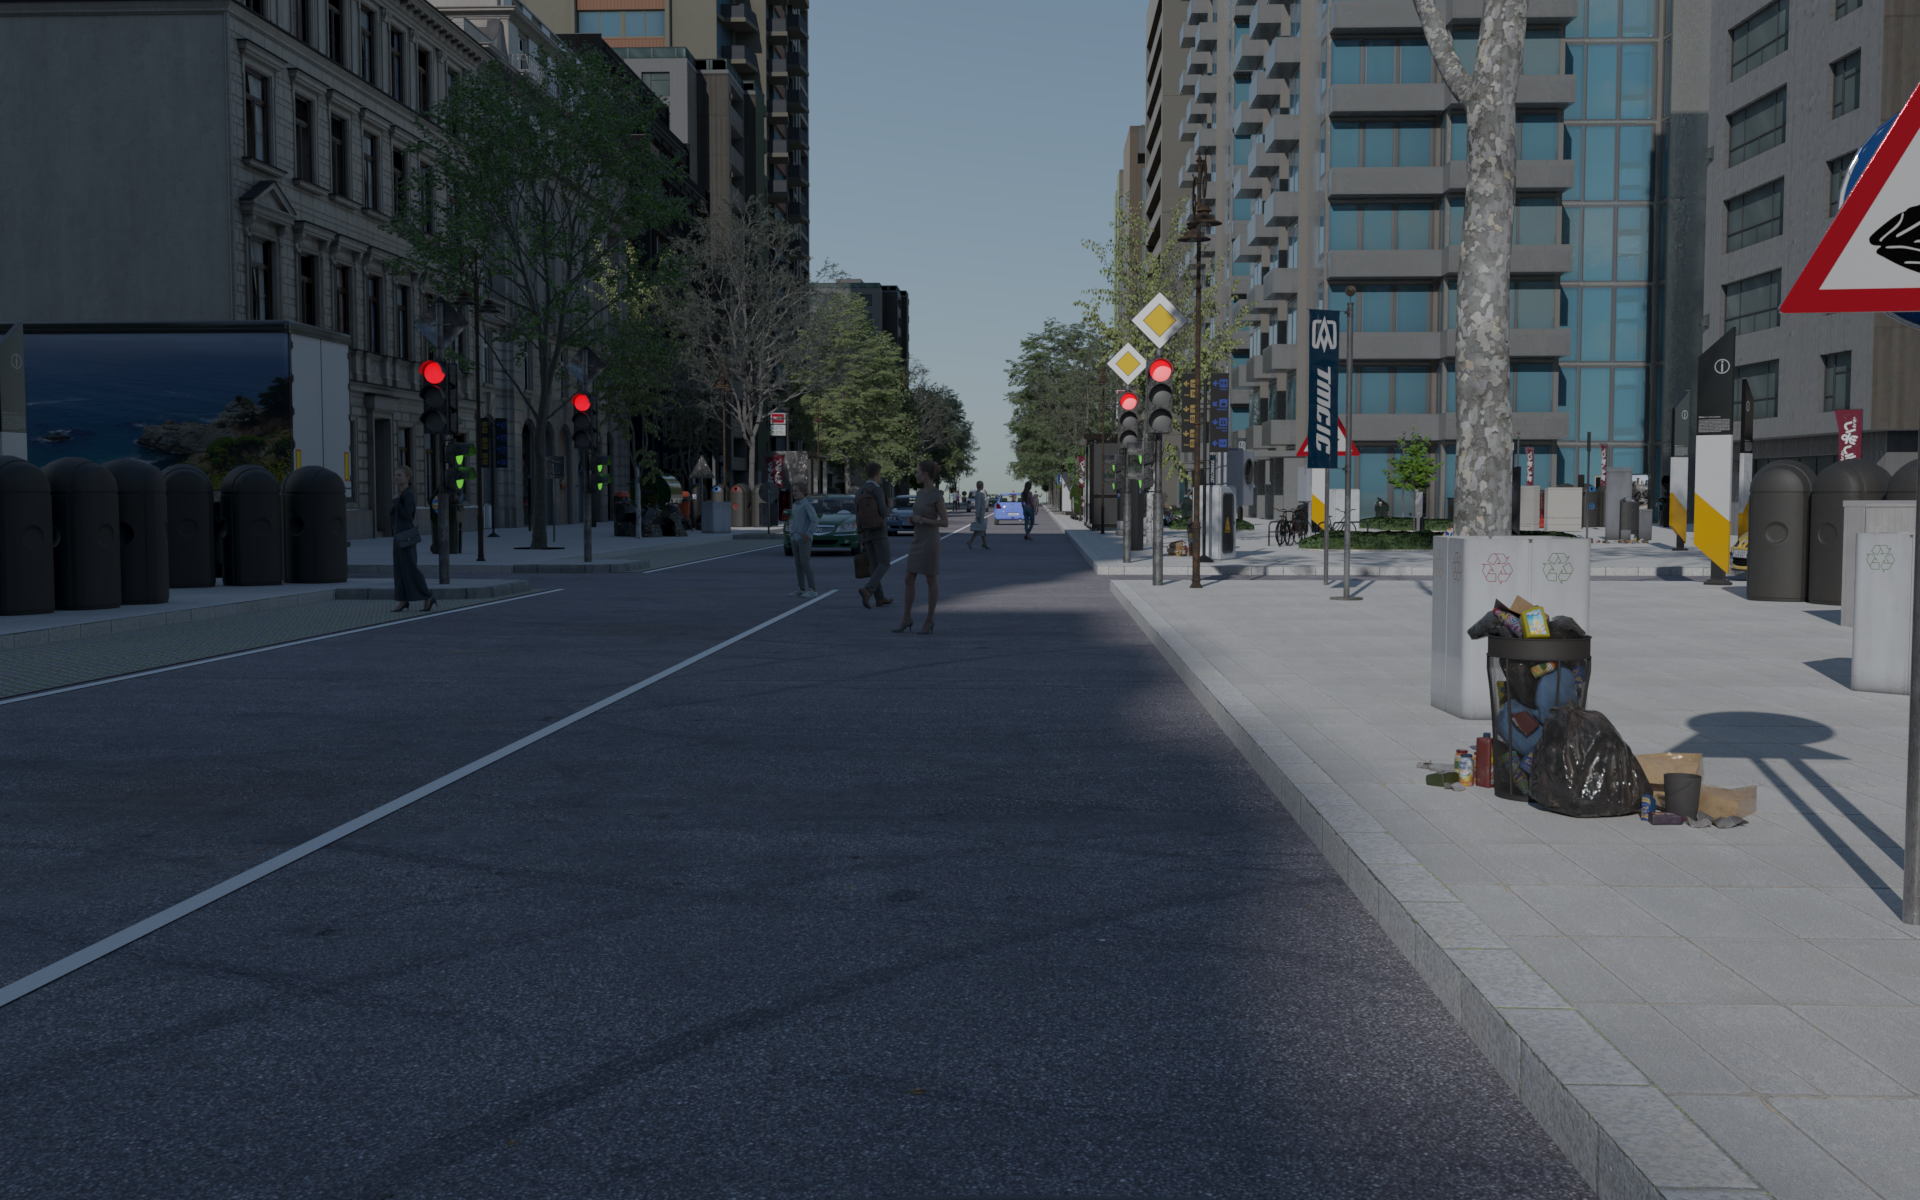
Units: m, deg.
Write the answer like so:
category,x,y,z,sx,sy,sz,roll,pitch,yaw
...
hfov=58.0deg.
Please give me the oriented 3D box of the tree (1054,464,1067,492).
category,x,y,z,sx,sy,sz,roll,pitch,yaw
tree,6.704,-7.025,109.456,1.663,3.219,1.824,0,3,0

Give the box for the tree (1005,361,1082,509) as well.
category,x,y,z,sx,sy,sz,roll,pitch,yaw
tree,8.465,-13.994,145.803,9.611,12.733,9.660,0,3,0

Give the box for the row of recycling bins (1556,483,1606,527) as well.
category,x,y,z,sx,sy,sz,roll,pitch,yaw
row of recycling bins,24.579,-3.657,66.897,3.534,1.692,1.069,-1,4,-12

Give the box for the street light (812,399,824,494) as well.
category,x,y,z,sx,sy,sz,roll,pitch,yaw
street light,-6.902,-6.829,84.449,0.468,5.910,1.993,0,4,2

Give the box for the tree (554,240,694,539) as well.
category,x,y,z,sx,sy,sz,roll,pitch,yaw
tree,-9.414,-6.062,49.482,4.737,8.622,4.395,0,3,0

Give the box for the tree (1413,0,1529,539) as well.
category,x,y,z,sx,sy,sz,roll,pitch,yaw
tree,4.613,-9.594,12.746,12.611,20.169,13.585,0,3,0

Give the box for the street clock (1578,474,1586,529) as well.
category,x,y,z,sx,sy,sz,roll,pitch,yaw
street clock,22.961,-3.638,64.055,0.358,2.002,0.471,1,4,19

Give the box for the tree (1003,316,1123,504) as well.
category,x,y,z,sx,sy,sz,roll,pitch,yaw
tree,7.691,-13.181,122.163,9.857,13.997,8.962,0,3,0

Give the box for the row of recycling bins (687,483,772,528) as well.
category,x,y,z,sx,sy,sz,roll,pitch,yaw
row of recycling bins,-8.937,-3.673,67.166,3.534,1.692,1.069,1,4,15

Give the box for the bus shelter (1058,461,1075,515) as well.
category,x,y,z,sx,sy,sz,roll,pitch,yaw
bus shelter,6.749,-6.570,101.345,2.014,3.302,5.546,0,4,2

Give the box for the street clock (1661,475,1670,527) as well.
category,x,y,z,sx,sy,sz,roll,pitch,yaw
street clock,27.221,-3.796,66.638,0.358,2.002,0.471,-2,4,-25

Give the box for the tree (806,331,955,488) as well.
category,x,y,z,sx,sy,sz,roll,pitch,yaw
tree,-6.301,-12.402,119.780,9.611,12.733,9.660,0,3,0

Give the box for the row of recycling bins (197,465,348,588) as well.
category,x,y,z,sx,sy,sz,roll,pitch,yaw
row of recycling bins,-10.355,-1.045,24.205,3.534,1.692,1.069,-3,5,-40

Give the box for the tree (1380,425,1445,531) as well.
category,x,y,z,sx,sy,sz,roll,pitch,yaw
tree,12.817,-3.320,48.876,1.663,3.219,1.824,0,3,0

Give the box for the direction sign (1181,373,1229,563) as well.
category,x,y,z,sx,sy,sz,roll,pitch,yaw
direction sign,4.592,-2.477,32.500,0.876,3.537,0.379,1,4,10

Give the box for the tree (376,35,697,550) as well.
category,x,y,z,sx,sy,sz,roll,pitch,yaw
tree,-9.619,-6.976,39.816,9.928,11.665,9.643,0,3,0

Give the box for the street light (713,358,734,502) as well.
category,x,y,z,sx,sy,sz,roll,pitch,yaw
street light,-8.015,-5.268,58.927,0.468,5.910,1.993,0,4,2

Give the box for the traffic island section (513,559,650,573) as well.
category,x,y,z,sx,sy,sz,roll,pitch,yaw
traffic island section,-7.050,-0.639,32.730,2.009,0.180,2.903,0,4,2

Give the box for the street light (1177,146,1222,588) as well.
category,x,y,z,sx,sy,sz,roll,pitch,yaw
street light,3.225,-3.101,23.482,0.468,5.910,1.993,0,4,2

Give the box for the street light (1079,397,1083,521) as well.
category,x,y,z,sx,sy,sz,roll,pitch,yaw
street light,5.655,-6.629,81.166,0.468,5.910,1.993,0,4,2

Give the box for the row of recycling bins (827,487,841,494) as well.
category,x,y,z,sx,sy,sz,roll,pitch,yaw
row of recycling bins,-7.403,-5.682,100.009,1.069,1.692,3.534,0,3,0

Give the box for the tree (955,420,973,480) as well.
category,x,y,z,sx,sy,sz,roll,pitch,yaw
tree,-3.487,-15.732,174.231,9.611,12.733,9.660,0,3,0

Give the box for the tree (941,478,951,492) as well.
category,x,y,z,sx,sy,sz,roll,pitch,yaw
tree,-1.642,-17.540,237.134,4.737,8.622,4.395,0,3,0

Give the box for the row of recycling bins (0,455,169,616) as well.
category,x,y,z,sx,sy,sz,roll,pitch,yaw
row of recycling bins,-10.087,-0.727,19.004,1.069,1.692,3.534,1,4,16

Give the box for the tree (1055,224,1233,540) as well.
category,x,y,z,sx,sy,sz,roll,pitch,yaw
tree,5.439,-5.989,48.283,4.360,8.622,3.978,0,3,0

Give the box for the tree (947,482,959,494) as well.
category,x,y,z,sx,sy,sz,roll,pitch,yaw
tree,-1.002,-15.580,249.337,1.663,3.219,1.824,0,3,0

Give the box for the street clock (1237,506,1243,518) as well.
category,x,y,z,sx,sy,sz,roll,pitch,yaw
street clock,11.289,-3.986,69.741,0.358,2.002,0.471,-3,5,-43

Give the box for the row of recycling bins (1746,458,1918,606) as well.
category,x,y,z,sx,sy,sz,roll,pitch,yaw
row of recycling bins,10.647,-0.772,19.737,1.069,1.692,3.534,-2,4,-33

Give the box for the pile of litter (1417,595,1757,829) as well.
category,x,y,z,sx,sy,sz,roll,pitch,yaw
pile of litter,2.656,0.399,7.444,1.176,0.858,1.719,0,4,-5

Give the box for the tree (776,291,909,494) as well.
category,x,y,z,sx,sy,sz,roll,pitch,yaw
tree,-6.764,-10.974,97.554,7.486,12.596,7.792,0,3,0

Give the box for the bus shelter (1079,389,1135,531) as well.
category,x,y,z,sx,sy,sz,roll,pitch,yaw
bus shelter,5.523,-5.287,64.077,2.179,5.291,8.768,0,4,2

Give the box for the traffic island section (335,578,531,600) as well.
category,x,y,z,sx,sy,sz,roll,pitch,yaw
traffic island section,-7.385,-0.151,24.752,2.009,0.180,2.903,0,4,2

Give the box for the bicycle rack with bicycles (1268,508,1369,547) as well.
category,x,y,z,sx,sy,sz,roll,pitch,yaw
bicycle rack with bicycles,8.682,-1.805,42.893,2.852,0.926,2.925,3,5,42

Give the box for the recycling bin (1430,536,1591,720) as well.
category,x,y,z,sx,sy,sz,roll,pitch,yaw
recycling bin,3.215,0.147,10.158,0.722,1.027,0.722,0,4,-1

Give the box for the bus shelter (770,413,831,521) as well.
category,x,y,z,sx,sy,sz,roll,pitch,yaw
bus shelter,-8.128,-6.748,87.969,2.179,5.291,8.768,0,4,3

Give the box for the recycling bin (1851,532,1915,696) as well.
category,x,y,z,sx,sy,sz,roll,pitch,yaw
recycling bin,6.304,0.081,11.232,0.722,1.027,0.722,-3,5,-40

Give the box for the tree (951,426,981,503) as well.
category,x,y,z,sx,sy,sz,roll,pitch,yaw
tree,-0.621,-20.466,260.372,9.928,11.665,9.643,0,3,0

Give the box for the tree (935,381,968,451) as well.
category,x,y,z,sx,sy,sz,roll,pitch,yaw
tree,-4.492,-14.523,147.822,12.009,13.543,11.850,0,3,0

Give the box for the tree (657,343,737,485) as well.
category,x,y,z,sx,sy,sz,roll,pitch,yaw
tree,-12.729,-8.091,82.647,4.360,8.622,3.978,0,3,0

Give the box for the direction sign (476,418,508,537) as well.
category,x,y,z,sx,sy,sz,roll,pitch,yaw
direction sign,-13.904,-3.640,51.519,0.876,3.537,0.379,-2,4,-23

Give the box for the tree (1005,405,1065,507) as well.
category,x,y,z,sx,sy,sz,roll,pitch,yaw
tree,9.460,-15.936,170.925,12.009,13.543,11.850,0,3,0

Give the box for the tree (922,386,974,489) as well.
category,x,y,z,sx,sy,sz,roll,pitch,yaw
tree,-2.763,-18.160,203.562,9.857,13.997,8.962,0,3,0

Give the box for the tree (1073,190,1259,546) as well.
category,x,y,z,sx,sy,sz,roll,pitch,yaw
tree,4.917,-5.643,42.631,4.737,8.622,4.395,0,3,0

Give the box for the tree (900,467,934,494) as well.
category,x,y,z,sx,sy,sz,roll,pitch,yaw
tree,-4.149,-11.041,164.234,4.285,4.588,4.351,0,3,0

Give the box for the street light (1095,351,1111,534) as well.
category,x,y,z,sx,sy,sz,roll,pitch,yaw
street light,4.577,-5.053,55.410,0.468,5.910,1.993,0,4,2

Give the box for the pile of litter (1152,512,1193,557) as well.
category,x,y,z,sx,sy,sz,roll,pitch,yaw
pile of litter,4.801,-1.348,36.013,1.719,0.858,1.176,0,4,2

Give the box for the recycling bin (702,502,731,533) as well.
category,x,y,z,sx,sy,sz,roll,pitch,yaw
recycling bin,-8.000,-2.710,56.854,0.722,1.027,0.722,-3,5,-41

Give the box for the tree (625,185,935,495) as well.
category,x,y,z,sx,sy,sz,roll,pitch,yaw
tree,-8.368,-9.708,69.089,12.009,13.543,11.850,0,3,0

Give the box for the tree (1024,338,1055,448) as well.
category,x,y,z,sx,sy,sz,roll,pitch,yaw
tree,5.013,-7.475,72.573,4.360,8.622,3.978,0,3,0

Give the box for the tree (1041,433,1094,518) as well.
category,x,y,z,sx,sy,sz,roll,pitch,yaw
tree,7.149,-6.733,93.791,4.285,4.588,4.351,0,3,0

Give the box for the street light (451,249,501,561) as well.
category,x,y,z,sx,sy,sz,roll,pitch,yaw
street light,-9.157,-3.678,32.928,0.468,5.910,1.993,0,4,2
